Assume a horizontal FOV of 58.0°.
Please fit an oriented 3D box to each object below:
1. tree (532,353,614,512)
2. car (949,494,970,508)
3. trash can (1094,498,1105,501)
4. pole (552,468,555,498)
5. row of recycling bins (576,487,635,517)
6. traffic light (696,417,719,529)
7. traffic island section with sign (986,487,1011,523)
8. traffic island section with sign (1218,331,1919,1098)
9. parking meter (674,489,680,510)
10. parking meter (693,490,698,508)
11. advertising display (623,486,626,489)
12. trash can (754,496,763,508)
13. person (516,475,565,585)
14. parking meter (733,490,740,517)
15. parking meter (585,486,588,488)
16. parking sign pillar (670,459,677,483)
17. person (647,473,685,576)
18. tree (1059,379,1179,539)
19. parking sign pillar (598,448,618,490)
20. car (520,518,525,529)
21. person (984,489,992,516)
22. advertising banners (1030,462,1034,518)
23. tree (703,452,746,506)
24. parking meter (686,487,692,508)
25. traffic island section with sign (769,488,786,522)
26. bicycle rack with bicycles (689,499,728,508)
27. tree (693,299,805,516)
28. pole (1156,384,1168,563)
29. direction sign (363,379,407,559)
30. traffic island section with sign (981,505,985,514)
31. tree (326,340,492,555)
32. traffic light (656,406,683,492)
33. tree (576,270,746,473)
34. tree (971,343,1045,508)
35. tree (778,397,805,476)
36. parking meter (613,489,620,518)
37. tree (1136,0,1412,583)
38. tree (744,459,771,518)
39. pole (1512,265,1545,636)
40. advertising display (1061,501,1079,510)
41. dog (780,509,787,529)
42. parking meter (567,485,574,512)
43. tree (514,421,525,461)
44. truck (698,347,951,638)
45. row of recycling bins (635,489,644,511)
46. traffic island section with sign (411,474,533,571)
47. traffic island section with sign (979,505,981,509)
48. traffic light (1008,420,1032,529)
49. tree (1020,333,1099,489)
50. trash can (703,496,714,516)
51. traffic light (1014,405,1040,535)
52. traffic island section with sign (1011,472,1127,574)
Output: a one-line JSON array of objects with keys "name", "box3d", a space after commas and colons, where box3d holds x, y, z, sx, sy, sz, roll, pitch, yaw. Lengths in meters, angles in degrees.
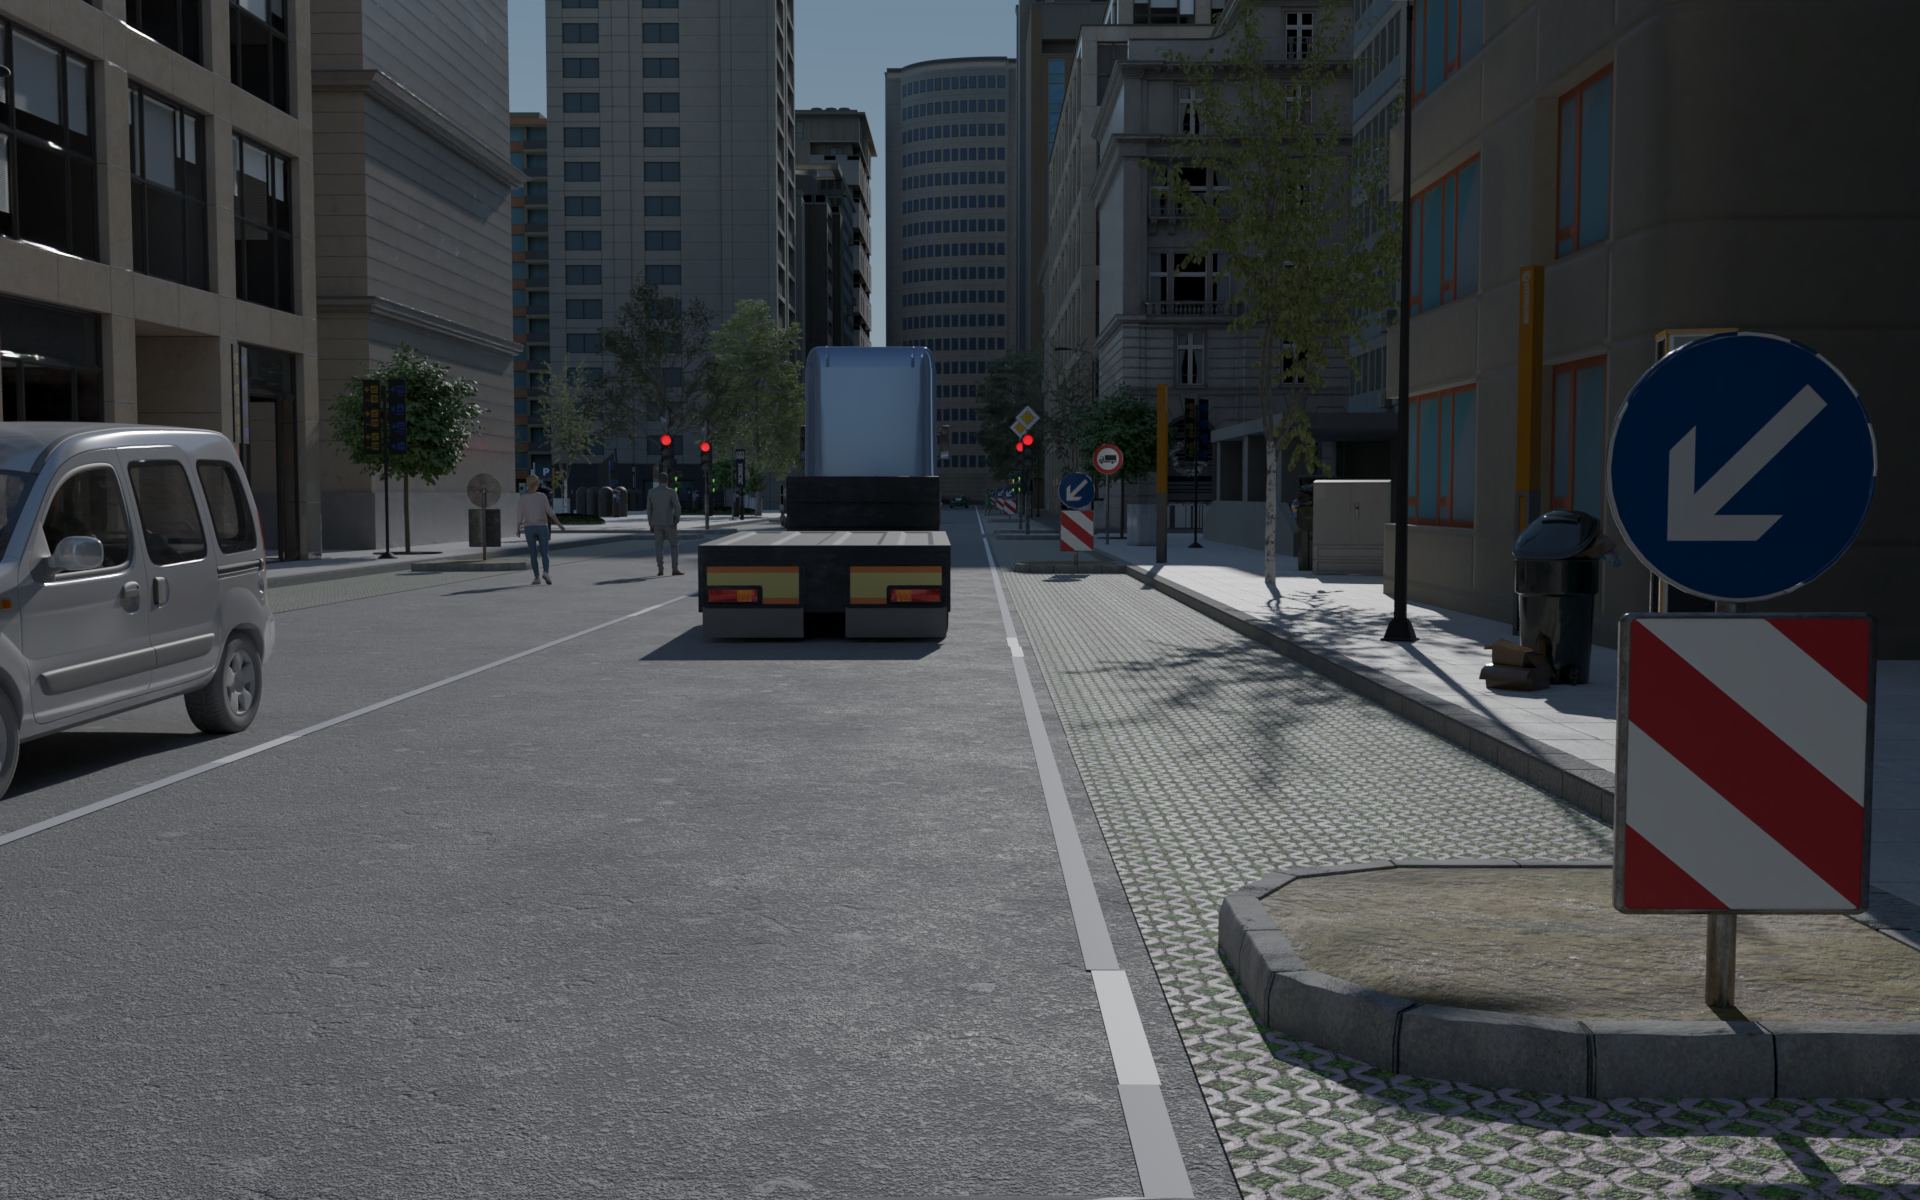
[{"name": "tree", "box3d": [-20.546, -8.589, 90.800, 4.360, 8.622, 3.978, 0, 3, 0]}, {"name": "car", "box3d": [-0.077, -10.027, 175.736, 2.131, 1.459, 4.920, 0, 4, 2]}, {"name": "trash can", "box3d": [4.964, -3.177, 63.597, 0.748, 1.137, 0.748, 0, 3, 0]}, {"name": "pole", "box3d": [-31.615, -8.618, 134.744, 0.158, 3.312, 0.155, 0, 3, 0]}, {"name": "row of recycling bins", "box3d": [-20.216, -5.535, 97.614, 3.534, 1.692, 1.069, 2, 4, 29]}, {"name": "traffic light", "box3d": [-9.184, -4.526, 62.917, 0.839, 4.253, 0.868, 0, 4, 0]}, {"name": "traffic island section with sign", "box3d": [2.394, -4.828, 87.565, 1.989, 1.847, 2.006, 0, 4, 0]}, {"name": "traffic island section with sign", "box3d": [1.812, 0.221, 5.021, 1.989, 1.847, 2.006, 0, 4, 0]}, {"name": "parking meter", "box3d": [-14.967, -5.067, 91.259, 0.372, 1.533, 0.369, 0, 3, 0]}, {"name": "parking meter", "box3d": [-18.476, -6.885, 120.976, 0.372, 1.533, 0.369, 0, 3, 0]}, {"name": "advertising display", "box3d": [-26.759, -8.139, 138.283, 0.123, 1.923, 0.974, -1, 4, -19]}, {"name": "trash can", "box3d": [-15.489, -7.434, 133.206, 0.748, 1.137, 0.748, 0, 3, 0]}, {"name": "person", "box3d": [-6.626, -1.118, 27.451, 0.731, 1.740, 0.598, -2, 4, -24]}, {"name": "parking meter", "box3d": [-12.636, -5.465, 97.762, 0.372, 1.533, 0.369, 0, 3, 0]}, {"name": "parking meter", "box3d": [-28.746, -7.797, 133.186, 0.255, 1.863, 0.399, -1, 4, -16]}, {"name": "parking sign pillar", "box3d": [-21.974, -8.758, 131.669, 1.447, 3.967, 1.447, 1, 4, 15]}, {"name": "person", "box3d": [-5.199, -1.340, 30.509, 0.635, 1.810, 0.391, 0, 4, -1]}, {"name": "tree", "box3d": [4.581, -4.042, 49.794, 4.285, 4.588, 4.351, 0, 3, 0]}, {"name": "parking sign pillar", "box3d": [-20.162, -6.878, 100.921, 1.447, 3.967, 1.447, -1, 4, -15]}, {"name": "car", "box3d": [-17.255, -2.892, 59.654, 4.827, 1.381, 2.083, 0, 4, 1]}, {"name": "person", "box3d": [1.825, -6.398, 113.349, 0.529, 1.795, 0.600, 0, 4, -7]}, {"name": "advertising banners", "box3d": [3.940, -6.008, 94.412, 0.090, 3.025, 2.074, 0, 4, 6]}, {"name": "tree", "box3d": [-17.659, -8.945, 129.964, 4.285, 4.588, 4.351, 0, 3, 0]}, {"name": "parking meter", "box3d": [-20.931, -7.835, 133.805, 0.399, 1.863, 0.255, -1, 4, -12]}, {"name": "traffic island section with sign", "box3d": [-8.713, -4.904, 88.814, 1.989, 1.847, 2.006, 0, 4, 0]}, {"name": "bicycle rack with bicycles", "box3d": [-17.884, -6.682, 122.638, 2.925, 0.926, 2.852, -3, 4, -37]}, {"name": "tree", "box3d": [-12.089, -11.208, 101.377, 7.486, 12.596, 7.792, 0, 3, 0]}, {"name": "pole", "box3d": [3.746, -2.340, 32.095, 0.158, 3.312, 0.155, 0, 3, 0]}, {"name": "direction sign", "box3d": [-11.378, -2.589, 34.332, 0.876, 3.537, 0.379, 0, 4, 7]}, {"name": "traffic island section with sign", "box3d": [2.595, -6.517, 115.173, 1.989, 1.847, 2.006, 0, 4, 0]}, {"name": "tree", "box3d": [-11.780, -3.265, 37.095, 4.285, 4.588, 4.351, 0, 3, 0]}, {"name": "traffic light", "box3d": [-9.241, -4.037, 54.933, 0.839, 4.253, 0.868, 0, 4, 0]}, {"name": "tree", "box3d": [-12.643, -8.478, 73.029, 7.601, 10.594, 8.767, -1, 4, -15]}, {"name": "tree", "box3d": [5.549, -14.562, 144.742, 9.857, 13.997, 8.962, 0, 3, 0]}, {"name": "tree", "box3d": [-11.522, -10.781, 126.630, 4.737, 8.622, 4.395, 0, 3, 0]}, {"name": "parking meter", "box3d": [-18.720, -5.256, 94.351, 0.372, 1.533, 0.369, 0, 3, 0]}, {"name": "tree", "box3d": [4.706, -4.544, 24.665, 4.737, 8.622, 4.395, 0, 3, 0]}, {"name": "tree", "box3d": [-11.355, -6.098, 94.298, 1.663, 3.219, 1.824, 0, 3, 0]}, {"name": "pole", "box3d": [5.122, -1.331, 15.599, 0.158, 3.312, 0.155, 0, 3, 0]}, {"name": "advertising display", "box3d": [4.857, -4.309, 75.662, 0.974, 1.923, 0.123, 2, 4, 34]}, {"name": "dog", "box3d": [-7.134, -3.336, 71.380, 0.800, 0.831, 0.513, -2, 4, -32]}, {"name": "parking meter", "box3d": [-23.897, -6.150, 106.263, 0.255, 1.863, 0.399, 1, 4, 14]}, {"name": "tree", "box3d": [-36.112, -11.256, 134.395, 4.737, 8.622, 4.395, 0, 3, 0]}, {"name": "truck", "box3d": [-1.503, -2.208, 25.859, 2.967, 4.110, 18.799, 0, 4, -1]}, {"name": "row of recycling bins", "box3d": [-25.028, -7.489, 129.556, 1.069, 1.692, 3.534, 2, 4, 35]}, {"name": "traffic island section with sign", "box3d": [-9.114, -1.479, 32.811, 1.989, 1.847, 2.006, 0, 4, 0]}, {"name": "traffic island section with sign", "box3d": [2.948, -9.584, 165.328, 1.989, 1.847, 2.006, 0, 4, 0]}, {"name": "traffic light", "box3d": [2.177, -4.522, 62.853, 0.839, 4.253, 0.868, 0, 4, 0]}, {"name": "tree", "box3d": [4.856, -7.832, 78.407, 4.360, 8.622, 3.978, 0, 3, 0]}, {"name": "trash can", "box3d": [-14.473, -5.387, 99.730, 0.748, 1.137, 0.748, 0, 3, 0]}, {"name": "traffic light", "box3d": [2.120, -4.033, 54.868, 0.839, 4.253, 0.868, 0, 4, 0]}, {"name": "traffic island section with sign", "box3d": [2.000, -1.428, 31.975, 1.989, 1.847, 2.006, 0, 4, 0]}]
